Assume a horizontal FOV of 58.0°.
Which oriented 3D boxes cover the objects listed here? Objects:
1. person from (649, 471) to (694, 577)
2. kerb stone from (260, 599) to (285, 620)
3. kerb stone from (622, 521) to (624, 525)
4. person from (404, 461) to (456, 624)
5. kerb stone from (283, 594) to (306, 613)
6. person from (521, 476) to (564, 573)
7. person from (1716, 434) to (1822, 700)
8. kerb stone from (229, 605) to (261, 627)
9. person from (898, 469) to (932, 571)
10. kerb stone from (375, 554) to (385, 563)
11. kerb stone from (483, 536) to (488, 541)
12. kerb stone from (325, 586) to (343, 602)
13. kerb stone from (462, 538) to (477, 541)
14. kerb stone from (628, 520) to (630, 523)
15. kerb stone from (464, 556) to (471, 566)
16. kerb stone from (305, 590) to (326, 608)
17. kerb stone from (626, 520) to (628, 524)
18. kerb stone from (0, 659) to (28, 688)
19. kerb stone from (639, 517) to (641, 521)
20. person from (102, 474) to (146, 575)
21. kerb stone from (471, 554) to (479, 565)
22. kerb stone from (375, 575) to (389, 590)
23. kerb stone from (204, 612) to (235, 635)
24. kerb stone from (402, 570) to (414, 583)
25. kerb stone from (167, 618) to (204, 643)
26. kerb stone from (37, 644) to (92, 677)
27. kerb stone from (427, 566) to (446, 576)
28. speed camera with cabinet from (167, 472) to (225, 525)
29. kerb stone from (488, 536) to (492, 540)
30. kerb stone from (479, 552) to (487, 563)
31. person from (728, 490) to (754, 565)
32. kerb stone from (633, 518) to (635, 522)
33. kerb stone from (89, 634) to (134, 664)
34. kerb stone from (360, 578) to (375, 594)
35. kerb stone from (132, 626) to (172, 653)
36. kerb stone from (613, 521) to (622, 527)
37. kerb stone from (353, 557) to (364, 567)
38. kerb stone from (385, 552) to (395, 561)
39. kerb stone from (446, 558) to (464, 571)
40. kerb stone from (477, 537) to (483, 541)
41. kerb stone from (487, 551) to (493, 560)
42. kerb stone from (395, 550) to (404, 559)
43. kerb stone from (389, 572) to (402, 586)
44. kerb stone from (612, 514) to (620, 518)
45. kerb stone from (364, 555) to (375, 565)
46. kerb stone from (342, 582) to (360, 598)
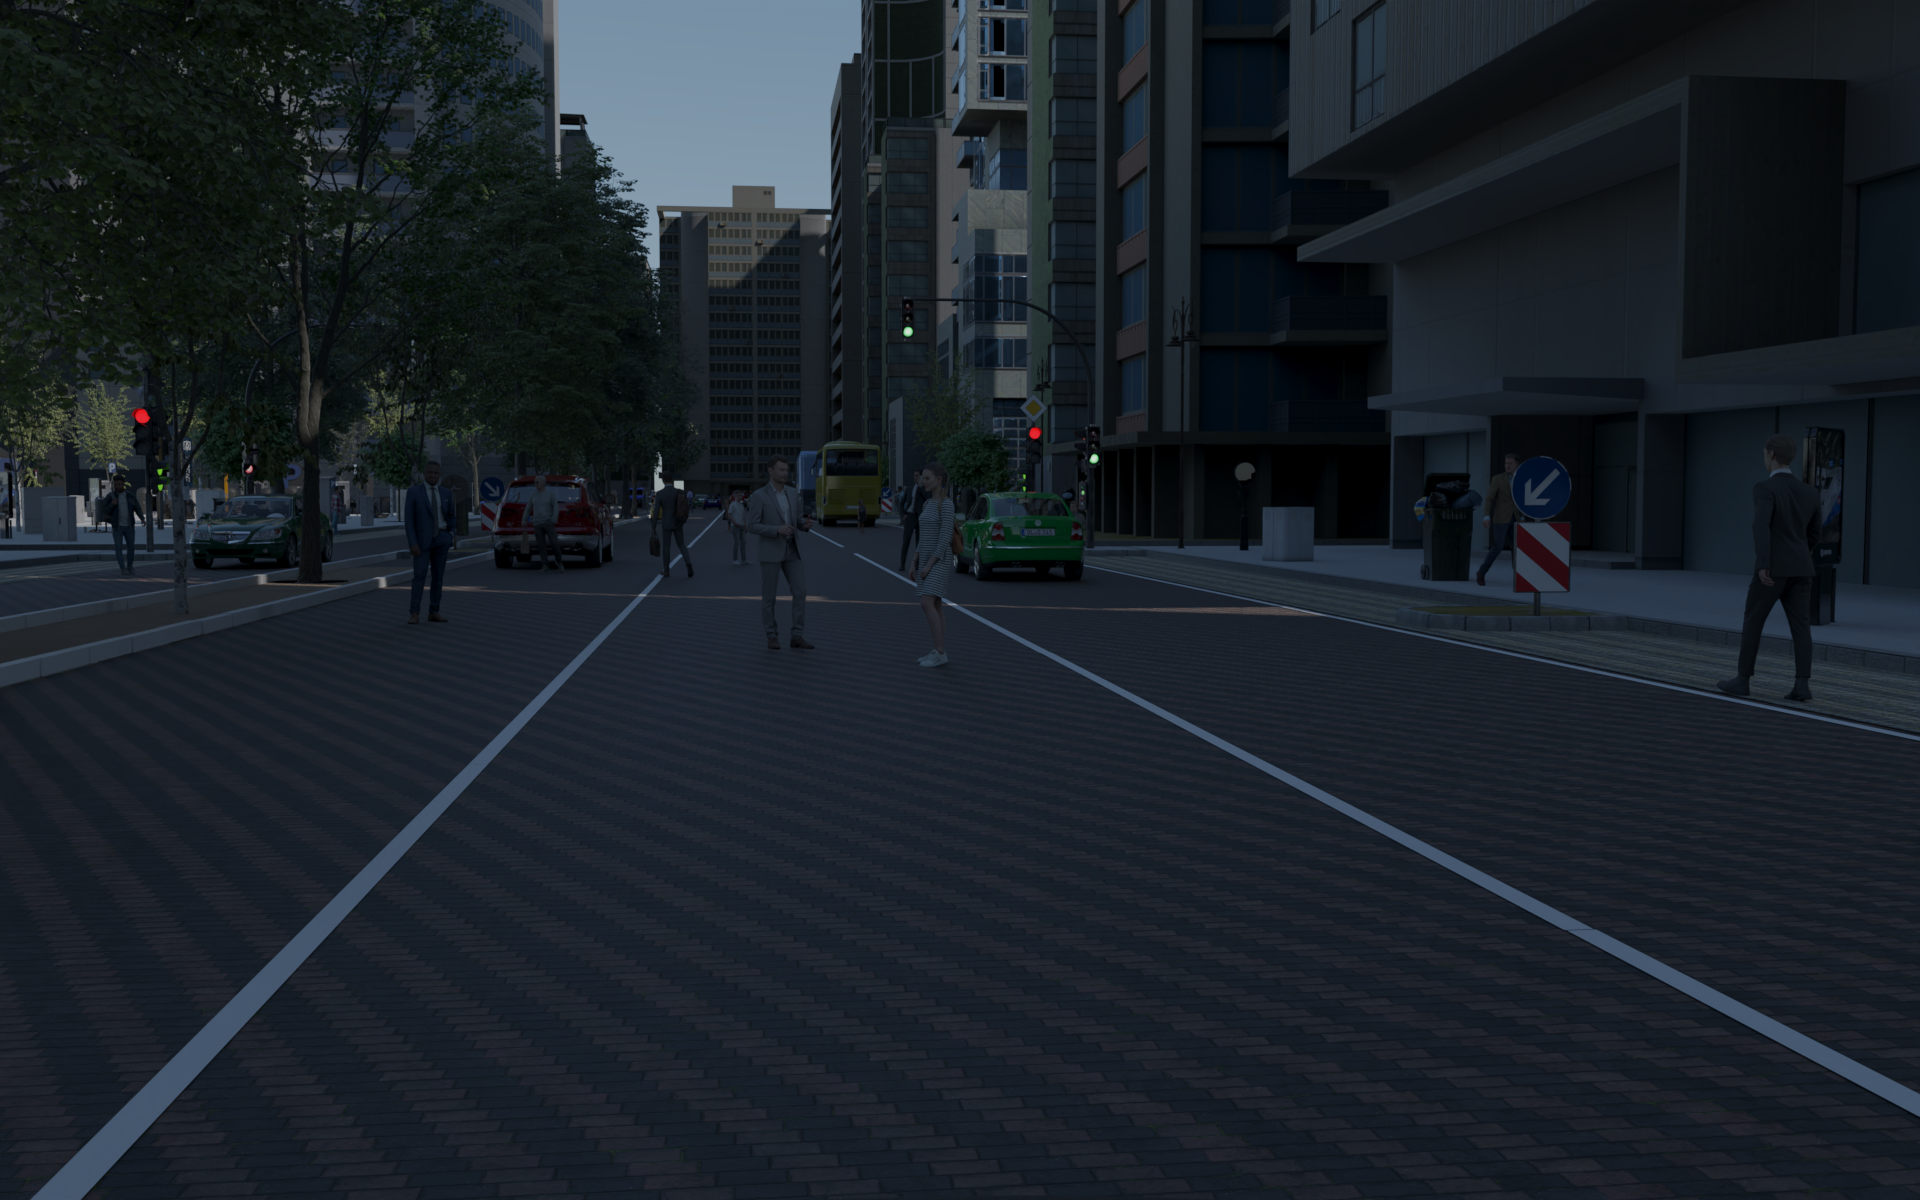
[{"bbox_3d":[-4.984,-1.312,29.920,0.622,1.834,0.822,-3,4,-37],"label":"person"},{"bbox_3d":[-8.077,0.127,20.139,0.120,0.150,1.000,0,4,-7],"label":"kerb stone"},{"bbox_3d":[-15.488,-3.453,78.656,0.120,0.150,1.000,0,4,-7],"label":"kerb stone"},{"bbox_3d":[-5.953,-0.656,19.402,0.419,1.800,0.721,3,5,42],"label":"person"},{"bbox_3d":[-8.204,0.063,21.158,0.120,0.150,1.000,0,4,-7],"label":"kerb stone"},{"bbox_3d":[-7.649,-1.380,31.551,0.782,1.767,0.515,1,4,9],"label":"person"},{"bbox_3d":[5.659,-0.233,12.087,0.659,1.850,0.755,-1,4,-14],"label":"person"},{"bbox_3d":[-7.948,0.188,19.125,0.120,0.150,1.000,0,4,-7],"label":"kerb stone"},{"bbox_3d":[-0.834,-1.504,32.452,0.648,1.900,0.474,0,4,-3],"label":"person"},{"bbox_3d":[-12.229,-0.854,36.175,0.120,0.150,1.000,0,4,-7],"label":"kerb stone"},{"bbox_3d":[-14.091,-1.756,50.905,0.120,0.150,1.000,0,4,-7],"label":"kerb stone"},{"bbox_3d":[-8.471,-0.059,23.185,0.120,0.150,1.000,0,4,-7],"label":"kerb stone"},{"bbox_3d":[-13.839,-1.632,48.871,0.120,0.150,1.000,0,4,-7],"label":"kerb stone"},{"bbox_3d":[-16.000,-3.702,82.723,0.120,0.150,1.000,0,4,-7],"label":"kerb stone"},{"bbox_3d":[-9.892,-0.745,34.380,0.120,0.150,1.000,0,4,-7],"label":"kerb stone"},{"bbox_3d":[-8.335,0.004,22.172,0.120,0.150,1.000,0,4,-7],"label":"kerb stone"},{"bbox_3d":[-15.877,-3.640,81.702,0.120,0.150,1.000,0,4,-7],"label":"kerb stone"},{"bbox_3d":[-7.183,0.561,13.022,0.120,0.150,1.000,0,4,-7],"label":"kerb stone"},{"bbox_3d":[-17.166,-4.261,91.876,0.120,0.150,1.000,0,4,-7],"label":"kerb stone"},{"bbox_3d":[-14.894,-1.343,30.800,0.721,1.781,0.623,3,4,39],"label":"person"},{"bbox_3d":[-10.013,-0.807,35.395,0.120,0.150,1.000,0,4,-7],"label":"kerb stone"},{"bbox_3d":[-8.857,-0.247,26.242,0.120,0.150,1.000,0,4,-7],"label":"kerb stone"},{"bbox_3d":[-7.819,0.257,18.109,0.120,0.150,1.000,0,4,-7],"label":"kerb stone"},{"bbox_3d":[-9.110,-0.365,28.271,0.120,0.150,1.000,0,4,-7],"label":"kerb stone"},{"bbox_3d":[-7.701,0.313,17.084,0.120,0.150,1.000,0,4,-7],"label":"kerb stone"},{"bbox_3d":[-7.310,0.499,14.042,0.120,0.150,1.000,0,4,-7],"label":"kerb stone"},{"bbox_3d":[-9.500,-0.549,31.336,0.120,0.150,1.000,0,4,-7],"label":"kerb stone"},{"bbox_3d":[-30.580,-4.589,69.360,2.038,3.252,0.660,0,4,-5],"label":"speed camera with cabinet"},{"bbox_3d":[-14.222,-1.811,51.919,0.120,0.150,1.000,0,4,-7],"label":"kerb stone"},{"bbox_3d":[-10.136,-0.867,36.410,0.120,0.150,1.000,0,4,-7],"label":"kerb stone"},{"bbox_3d":[-4.469,-1.468,35.098,0.523,1.515,0.503,0,4,3],"label":"person"},{"bbox_3d":[-16.521,-3.945,86.799,0.120,0.150,1.000,0,4,-7],"label":"kerb stone"},{"bbox_3d":[-7.440,0.437,15.056,0.120,0.150,1.000,0,4,-7],"label":"kerb stone"},{"bbox_3d":[-8.721,-0.185,25.221,0.120,0.150,1.000,0,4,-7],"label":"kerb stone"},{"bbox_3d":[-7.562,0.376,16.072,0.120,0.150,1.000,0,4,-7],"label":"kerb stone"},{"bbox_3d":[-15.365,-3.388,77.634,0.120,0.150,1.000,0,4,-7],"label":"kerb stone"},{"bbox_3d":[-11.976,-0.730,34.133,0.120,0.150,1.000,0,4,-7],"label":"kerb stone"},{"bbox_3d":[-12.353,-0.909,37.192,0.120,0.150,1.000,0,4,-7],"label":"kerb stone"},{"bbox_3d":[-9.754,-0.681,33.368,0.120,0.150,1.000,0,4,-7],"label":"kerb stone"},{"bbox_3d":[-13.962,-1.690,49.886,0.120,0.150,1.000,0,4,-7],"label":"kerb stone"},{"bbox_3d":[-10.272,-0.931,37.423,0.120,0.150,1.000,0,4,-7],"label":"kerb stone"},{"bbox_3d":[-12.488,-0.979,38.205,0.120,0.150,1.000,0,4,-7],"label":"kerb stone"},{"bbox_3d":[-8.984,-0.308,27.256,0.120,0.150,1.000,0,4,-7],"label":"kerb stone"},{"bbox_3d":[-21.178,-5.174,106.782,0.120,0.150,1.000,0,4,-7],"label":"kerb stone"},{"bbox_3d":[-12.096,-0.791,35.161,0.120,0.150,1.000,0,4,-7],"label":"kerb stone"},{"bbox_3d":[-8.594,-0.123,24.200,0.120,0.150,1.000,0,4,-7],"label":"kerb stone"}]
